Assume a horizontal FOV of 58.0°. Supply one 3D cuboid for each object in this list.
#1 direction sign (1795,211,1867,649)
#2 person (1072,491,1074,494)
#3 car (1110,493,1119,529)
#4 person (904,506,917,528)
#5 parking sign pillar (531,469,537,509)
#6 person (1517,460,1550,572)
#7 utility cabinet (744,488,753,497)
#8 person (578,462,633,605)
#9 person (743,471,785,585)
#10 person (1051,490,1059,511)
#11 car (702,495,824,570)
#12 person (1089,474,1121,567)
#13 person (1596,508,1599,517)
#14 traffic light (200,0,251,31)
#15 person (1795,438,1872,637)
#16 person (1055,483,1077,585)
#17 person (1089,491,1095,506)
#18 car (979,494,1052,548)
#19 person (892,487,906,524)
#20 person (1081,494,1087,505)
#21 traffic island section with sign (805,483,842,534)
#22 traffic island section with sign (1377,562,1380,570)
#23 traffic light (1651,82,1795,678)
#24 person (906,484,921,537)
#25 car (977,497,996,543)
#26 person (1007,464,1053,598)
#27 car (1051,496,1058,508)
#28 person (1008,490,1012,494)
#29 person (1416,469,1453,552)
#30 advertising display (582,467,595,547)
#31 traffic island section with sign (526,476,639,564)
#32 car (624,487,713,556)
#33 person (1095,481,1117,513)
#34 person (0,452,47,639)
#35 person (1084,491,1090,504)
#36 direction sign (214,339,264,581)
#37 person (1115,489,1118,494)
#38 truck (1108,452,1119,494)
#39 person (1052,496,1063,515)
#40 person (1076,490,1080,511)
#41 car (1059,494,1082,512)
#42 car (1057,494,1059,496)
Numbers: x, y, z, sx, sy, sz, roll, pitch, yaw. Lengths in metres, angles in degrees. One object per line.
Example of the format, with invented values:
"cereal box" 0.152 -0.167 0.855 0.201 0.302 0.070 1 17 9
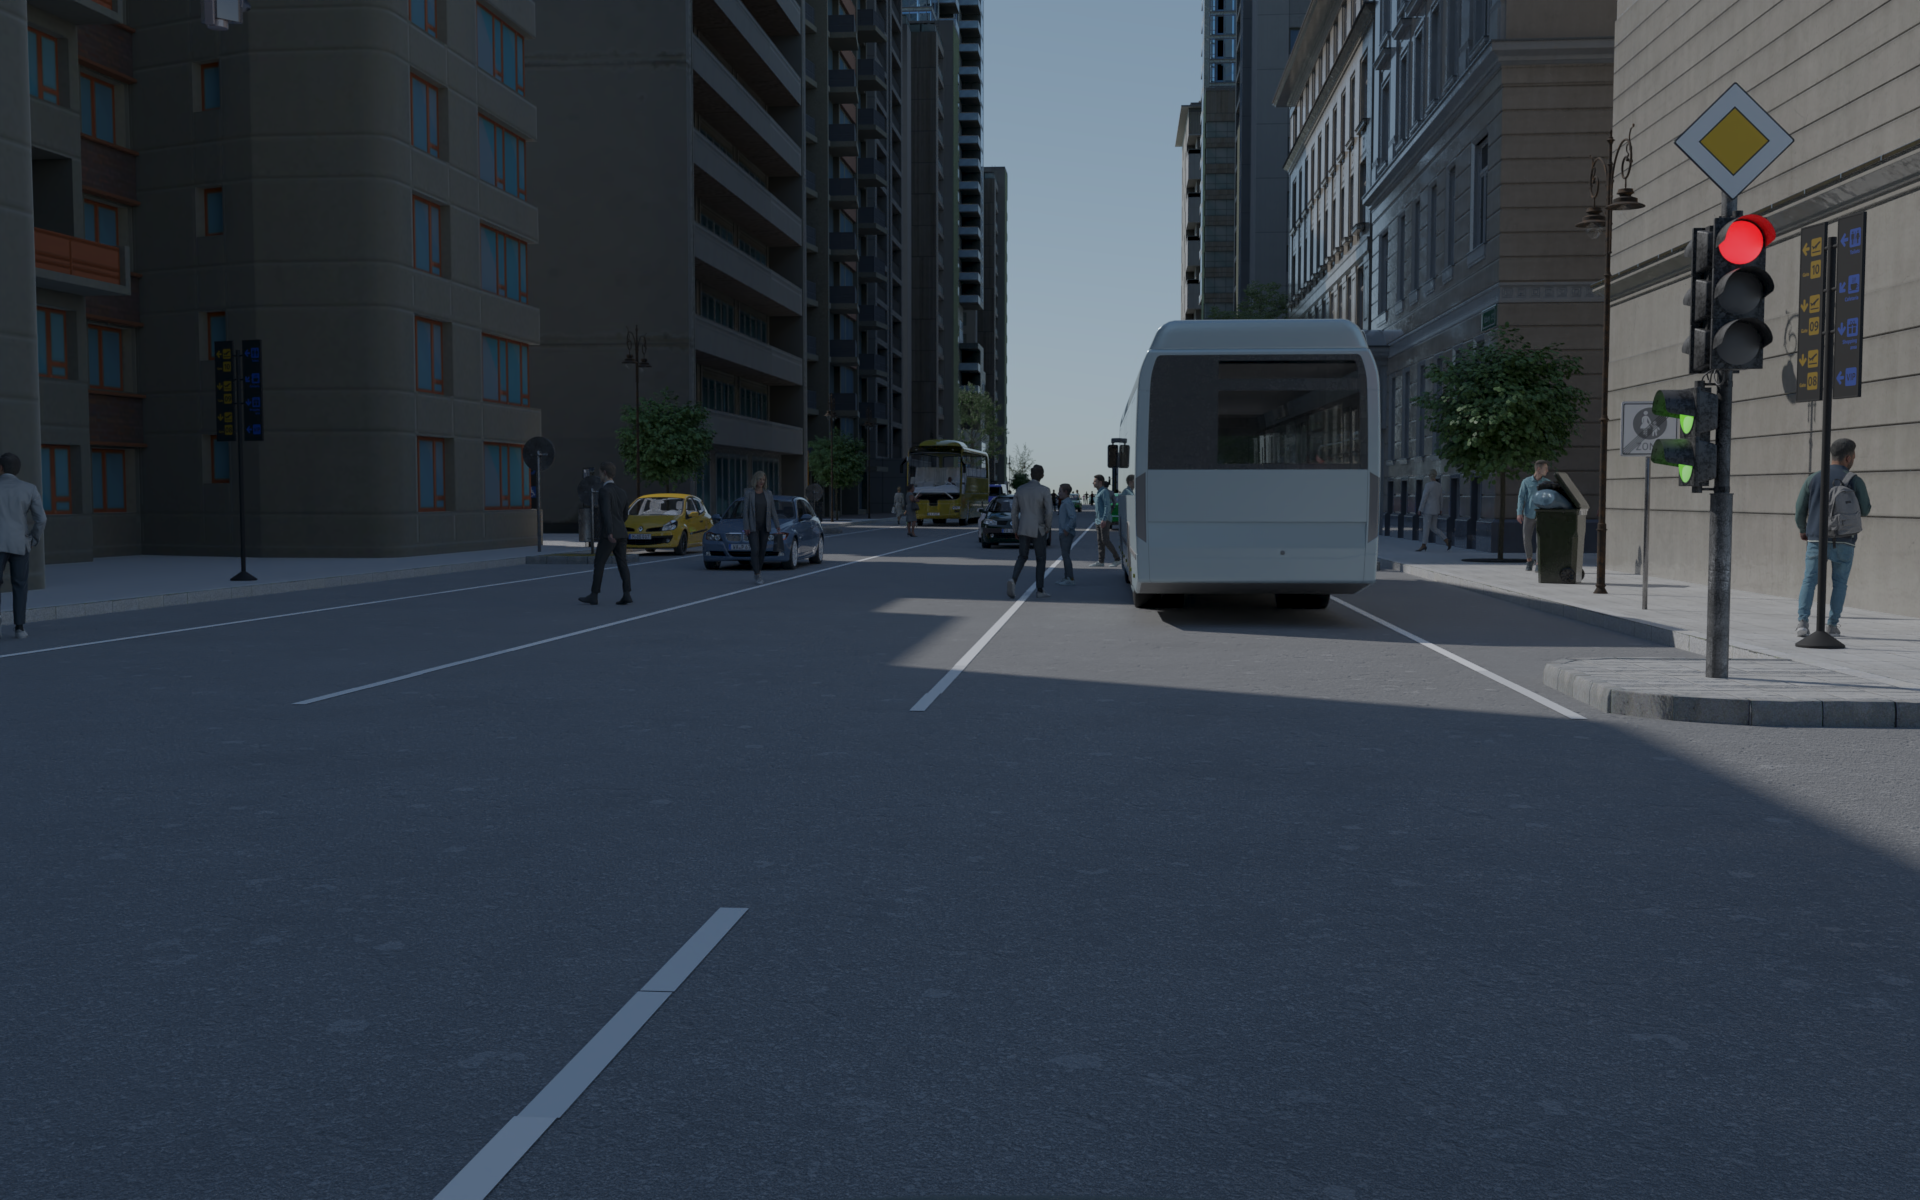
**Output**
"direction sign" 7.202 -1.370 14.396 0.379 3.537 0.876 0 4 -5
"person" 12.044 -10.624 182.990 0.721 1.735 1.217 -2 4 -25
"car" 6.699 -3.713 69.501 1.959 1.807 4.718 0 4 7
"person" -2.087 -3.711 73.417 0.590 1.304 0.306 2 4 24
"parking sign pillar" -13.460 -3.913 52.452 1.447 3.967 1.447 2 4 29
"person" 9.534 -1.385 28.556 0.638 1.841 0.748 2 4 25
"utility cabinet" -7.415 -3.224 61.391 0.318 1.500 1.173 0 4 4
"person" -4.574 -0.863 22.395 0.755 1.850 0.659 2 4 26
"person" -3.144 -1.163 27.695 0.709 1.800 0.728 -1 4 -22
"person" 7.748 -8.206 142.806 1.348 1.807 0.705 -1 4 -21
"car" -3.830 -1.369 34.386 2.014 1.417 4.499 0 4 6
"person" 2.878 -1.565 34.108 0.620 1.820 0.660 -1 4 -13
"person" 13.558 -1.824 35.962 0.616 1.811 0.778 2 4 34
"traffic light" -7.829 -2.359 13.239 4.771 5.953 1.251 0 4 5
"person" 7.821 -0.560 15.539 0.623 1.781 0.721 2 4 29
"person" 1.676 -1.044 27.384 0.330 1.601 0.589 0 4 3
"person" 16.503 -12.743 216.806 1.348 1.831 0.705 -3 5 -43
"car" 1.554 -2.273 46.947 2.009 1.686 4.222 0 4 6
"person" -2.907 -4.456 81.704 0.694 1.780 0.624 2 4 30
"person" 16.857 -13.699 235.700 0.991 1.433 0.599 0 4 -5
"traffic island section with sign" -5.346 -3.337 63.184 1.989 1.847 2.006 0 4 5
"traffic island section with sign" 6.983 -1.522 33.510 1.989 1.847 2.006 0 4 5
"traffic light" 5.278 -1.412 12.006 0.839 4.253 0.868 0 4 5
"person" -1.530 -3.006 57.999 0.532 1.782 0.716 -1 4 -12
"car" 1.589 -2.464 52.644 2.083 1.381 4.827 0 4 5
"person" 0.975 -0.948 23.842 0.661 1.843 0.795 2 4 32
"car" 9.815 -10.555 184.582 2.014 1.417 4.499 0 4 5
"person" 3.462 -6.960 123.024 1.217 1.743 0.721 -3 4 -38
"person" 10.543 -1.992 38.493 0.818 1.842 0.514 2 4 33
"advertising display" -8.974 -2.243 41.888 0.123 1.923 0.974 -1 4 -22
"traffic island section with sign" -7.834 -1.695 36.343 1.989 1.847 2.006 0 4 5
"car" -7.123 -1.920 41.609 2.015 1.641 3.980 0 4 6
"person" 4.517 -2.766 53.564 0.661 1.843 0.795 0 4 -7
"person" -9.341 -0.531 17.021 0.661 1.843 0.795 -2 4 -27
"person" 17.695 -14.296 242.256 1.348 1.821 0.705 -1 4 -17
"direction sign" -10.633 -2.056 25.607 0.876 3.537 0.379 1 4 22
"person" 10.414 -6.398 113.796 0.721 1.739 1.217 -1 4 -18
"truck" 11.960 -8.124 121.746 2.839 4.237 11.283 0 4 3
"person" 6.858 -6.557 118.966 1.065 1.426 0.557 -1 4 -21
"person" 10.172 -8.700 150.745 0.705 1.824 1.348 -2 4 -26
"car" 8.845 -7.951 138.794 1.959 1.807 4.718 0 4 6
"car" 13.109 -13.042 223.459 2.015 1.641 3.980 0 4 6
